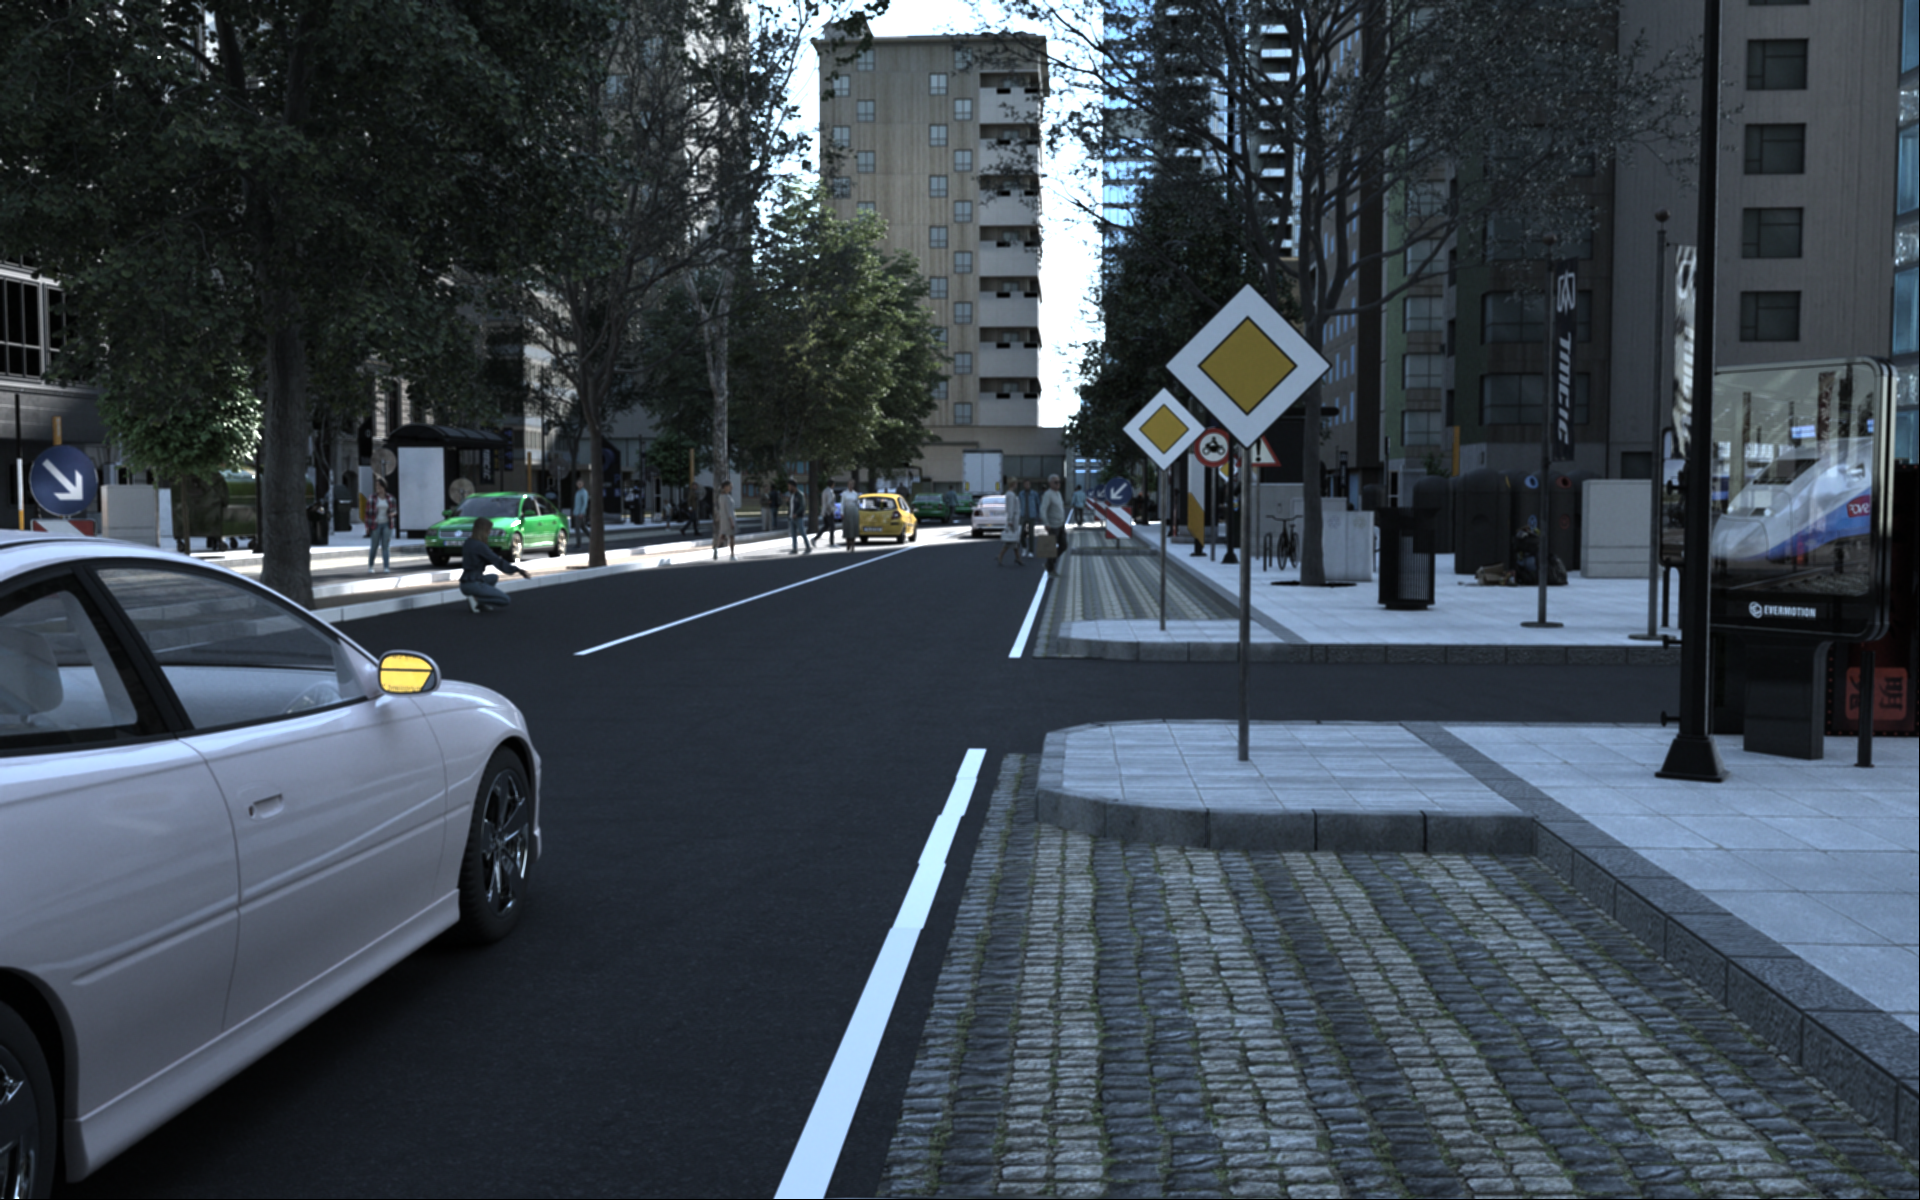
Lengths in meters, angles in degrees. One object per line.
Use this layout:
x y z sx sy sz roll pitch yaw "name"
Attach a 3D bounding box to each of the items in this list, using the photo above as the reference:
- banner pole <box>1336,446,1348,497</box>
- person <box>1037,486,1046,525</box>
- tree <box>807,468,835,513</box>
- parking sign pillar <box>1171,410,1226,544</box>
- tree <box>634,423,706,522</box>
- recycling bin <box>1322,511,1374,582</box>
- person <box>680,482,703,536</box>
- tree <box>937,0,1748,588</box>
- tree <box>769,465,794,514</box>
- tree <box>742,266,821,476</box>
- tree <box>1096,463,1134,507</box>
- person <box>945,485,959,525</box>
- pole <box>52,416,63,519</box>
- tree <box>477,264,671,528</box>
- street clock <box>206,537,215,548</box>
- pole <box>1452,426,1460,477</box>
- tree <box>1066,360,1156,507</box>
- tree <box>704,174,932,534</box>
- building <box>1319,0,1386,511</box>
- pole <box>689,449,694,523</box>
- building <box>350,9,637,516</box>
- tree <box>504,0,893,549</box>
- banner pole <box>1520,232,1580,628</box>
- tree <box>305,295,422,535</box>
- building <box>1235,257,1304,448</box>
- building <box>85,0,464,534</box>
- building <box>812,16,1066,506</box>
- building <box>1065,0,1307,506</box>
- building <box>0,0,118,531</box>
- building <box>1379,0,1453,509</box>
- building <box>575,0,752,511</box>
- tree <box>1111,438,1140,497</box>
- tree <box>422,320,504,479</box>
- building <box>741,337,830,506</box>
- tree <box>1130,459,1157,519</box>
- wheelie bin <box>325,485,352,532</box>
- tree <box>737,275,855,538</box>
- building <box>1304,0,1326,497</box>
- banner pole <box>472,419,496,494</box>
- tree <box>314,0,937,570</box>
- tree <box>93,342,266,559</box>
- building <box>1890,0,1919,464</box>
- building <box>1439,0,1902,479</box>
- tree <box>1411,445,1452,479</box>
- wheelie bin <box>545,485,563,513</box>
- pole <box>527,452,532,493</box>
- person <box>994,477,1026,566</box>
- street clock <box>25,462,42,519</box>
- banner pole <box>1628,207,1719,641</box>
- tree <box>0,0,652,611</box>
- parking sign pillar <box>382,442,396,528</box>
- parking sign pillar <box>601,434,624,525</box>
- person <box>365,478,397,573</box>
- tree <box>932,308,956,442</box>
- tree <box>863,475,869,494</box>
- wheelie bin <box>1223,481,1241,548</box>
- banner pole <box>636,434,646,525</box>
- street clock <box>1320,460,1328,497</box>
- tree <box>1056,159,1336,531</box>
19.651 -6.080 89.429 0.863 3.779 0.401 -1 4 -19 "banner pole"
3.802 -4.356 79.708 0.713 1.824 0.794 -2 4 -35 "person"
-9.969 -7.613 119.068 1.663 3.219 1.824 0 3 0 "tree"
6.210 -3.457 44.988 1.447 3.967 1.447 -1 4 -23 "parking sign pillar"
-13.312 -5.909 80.321 4.285 4.588 4.351 0 3 0 "tree"
5.748 -0.801 25.647 0.722 1.027 0.722 1 4 16 "recycling bin"
-9.236 -3.132 59.624 0.836 1.842 0.656 -2 4 -25 "person"
4.805 -6.936 23.776 12.009 13.543 11.850 0 3 0 "tree"
-11.319 -7.052 109.906 1.663 3.219 1.824 0 3 0 "tree"
-12.371 -11.315 91.655 9.857 13.997 8.962 0 3 0 "tree"
13.763 -10.339 152.764 4.285 4.588 4.351 0 3 0 "tree"
-0.440 -4.478 81.581 0.638 1.841 0.748 2 4 33 "person"
-23.726 -3.165 45.585 0.158 3.312 0.155 0 3 0 "pole"
-14.543 -7.930 64.061 8.767 10.594 7.601 1 4 18 "tree"
-17.799 -2.237 41.144 0.358 2.002 0.471 -3 5 -40 "street clock"
14.842 -3.550 51.879 0.158 3.312 0.155 0 3 0 "pole"
9.912 -10.029 98.394 7.601 10.594 8.767 2 4 23 "tree"
-5.300 -8.628 61.646 7.486 12.596 7.792 0 3 0 "tree"
28.247 -27.312 96.666 14.600 45.320 14.200 0 4 4 "building"
-12.002 -5.122 77.587 0.158 3.312 0.155 0 3 0 "pole"
-37.182 -25.321 105.887 32.217 40.220 23.993 0 4 4 "building"
-7.374 -11.438 45.359 12.611 20.169 13.585 0 3 0 "tree"
5.665 -1.617 16.455 0.401 3.779 0.863 0 4 -5 "banner pole"
-19.585 -6.334 53.915 4.360 8.622 3.978 0 3 0 "tree"
37.464 -18.032 139.857 27.650 21.520 28.899 0 4 4 "building"
-31.620 -15.378 70.517 14.460 24.649 34.723 0 4 4 "building"
-1.398 -37.352 199.935 27.495 52.752 28.713 0 4 4 "building"
27.548 -53.873 193.498 31.000 86.520 22.319 0 4 4 "building"
-33.206 -15.146 41.148 14.314 27.812 24.014 0 4 4 "building"
27.274 -24.387 82.327 14.154 41.232 14.086 0 4 4 "building"
-32.664 -33.932 144.029 27.495 52.752 28.713 0 4 4 "building"
11.075 -9.843 111.292 4.360 8.622 3.978 0 3 0 "tree"
-21.060 -7.477 72.615 4.360 8.622 3.978 0 3 0 "tree"
-29.555 -21.859 202.431 28.899 21.520 27.650 0 4 4 "building"
9.598 -5.670 87.306 1.663 3.219 1.824 0 3 0 "tree"
-21.337 -3.148 59.381 0.693 1.594 0.980 2 4 29 "wheelie bin"
-5.432 -6.287 55.616 4.360 8.622 3.978 0 3 0 "tree"
32.323 -41.326 113.925 20.563 71.187 20.611 0 4 4 "building"
-15.398 -4.021 55.768 0.863 3.779 0.401 -1 4 -18 "banner pole"
-6.892 -7.318 32.476 12.009 13.543 11.850 0 3 0 "tree"
-15.390 -3.098 34.372 4.285 4.588 4.351 0 3 0 "tree"
66.832 -31.823 139.915 30.456 49.044 23.786 0 4 4 "building"
23.779 -17.588 59.264 14.160 30.474 14.107 0 4 4 "building"
18.590 -4.533 68.718 1.663 3.219 1.824 0 3 0 "tree"
-14.996 -3.413 63.715 0.693 1.594 0.980 -2 4 -27 "wheelie bin"
-20.832 -5.506 83.874 0.158 3.312 0.155 0 3 0 "pole"
1.008 -1.584 34.746 0.624 1.780 0.694 0 4 6 "person"
-20.726 -2.098 38.870 0.471 2.002 0.358 2 4 32 "street clock"
6.346 -1.547 15.317 0.863 3.779 0.401 -1 4 -23 "banner pole"
-8.008 -6.795 20.208 9.857 13.997 8.962 0 3 0 "tree"
-21.192 -4.720 65.640 1.447 3.967 1.447 -1 4 -17 "parking sign pillar"
-14.971 -5.191 73.348 1.447 3.967 1.447 2 4 35 "parking sign pillar"
-10.498 -1.350 31.407 0.563 1.720 0.643 -2 4 -25 "person"
-4.390 -9.220 71.332 7.486 12.596 7.792 0 3 0 "tree"
-7.717 -9.656 152.474 1.663 3.219 1.824 0 3 0 "tree"
6.655 -2.044 41.329 0.693 1.594 0.980 0 4 2 "wheelie bin"
-13.209 -5.019 72.076 0.401 3.779 0.863 -2 4 -30 "banner pole"
7.542 -1.973 36.821 0.358 2.002 0.471 -2 4 -25 "street clock"
8.106 -8.714 59.488 9.611 12.733 9.660 0 3 0 "tree"
